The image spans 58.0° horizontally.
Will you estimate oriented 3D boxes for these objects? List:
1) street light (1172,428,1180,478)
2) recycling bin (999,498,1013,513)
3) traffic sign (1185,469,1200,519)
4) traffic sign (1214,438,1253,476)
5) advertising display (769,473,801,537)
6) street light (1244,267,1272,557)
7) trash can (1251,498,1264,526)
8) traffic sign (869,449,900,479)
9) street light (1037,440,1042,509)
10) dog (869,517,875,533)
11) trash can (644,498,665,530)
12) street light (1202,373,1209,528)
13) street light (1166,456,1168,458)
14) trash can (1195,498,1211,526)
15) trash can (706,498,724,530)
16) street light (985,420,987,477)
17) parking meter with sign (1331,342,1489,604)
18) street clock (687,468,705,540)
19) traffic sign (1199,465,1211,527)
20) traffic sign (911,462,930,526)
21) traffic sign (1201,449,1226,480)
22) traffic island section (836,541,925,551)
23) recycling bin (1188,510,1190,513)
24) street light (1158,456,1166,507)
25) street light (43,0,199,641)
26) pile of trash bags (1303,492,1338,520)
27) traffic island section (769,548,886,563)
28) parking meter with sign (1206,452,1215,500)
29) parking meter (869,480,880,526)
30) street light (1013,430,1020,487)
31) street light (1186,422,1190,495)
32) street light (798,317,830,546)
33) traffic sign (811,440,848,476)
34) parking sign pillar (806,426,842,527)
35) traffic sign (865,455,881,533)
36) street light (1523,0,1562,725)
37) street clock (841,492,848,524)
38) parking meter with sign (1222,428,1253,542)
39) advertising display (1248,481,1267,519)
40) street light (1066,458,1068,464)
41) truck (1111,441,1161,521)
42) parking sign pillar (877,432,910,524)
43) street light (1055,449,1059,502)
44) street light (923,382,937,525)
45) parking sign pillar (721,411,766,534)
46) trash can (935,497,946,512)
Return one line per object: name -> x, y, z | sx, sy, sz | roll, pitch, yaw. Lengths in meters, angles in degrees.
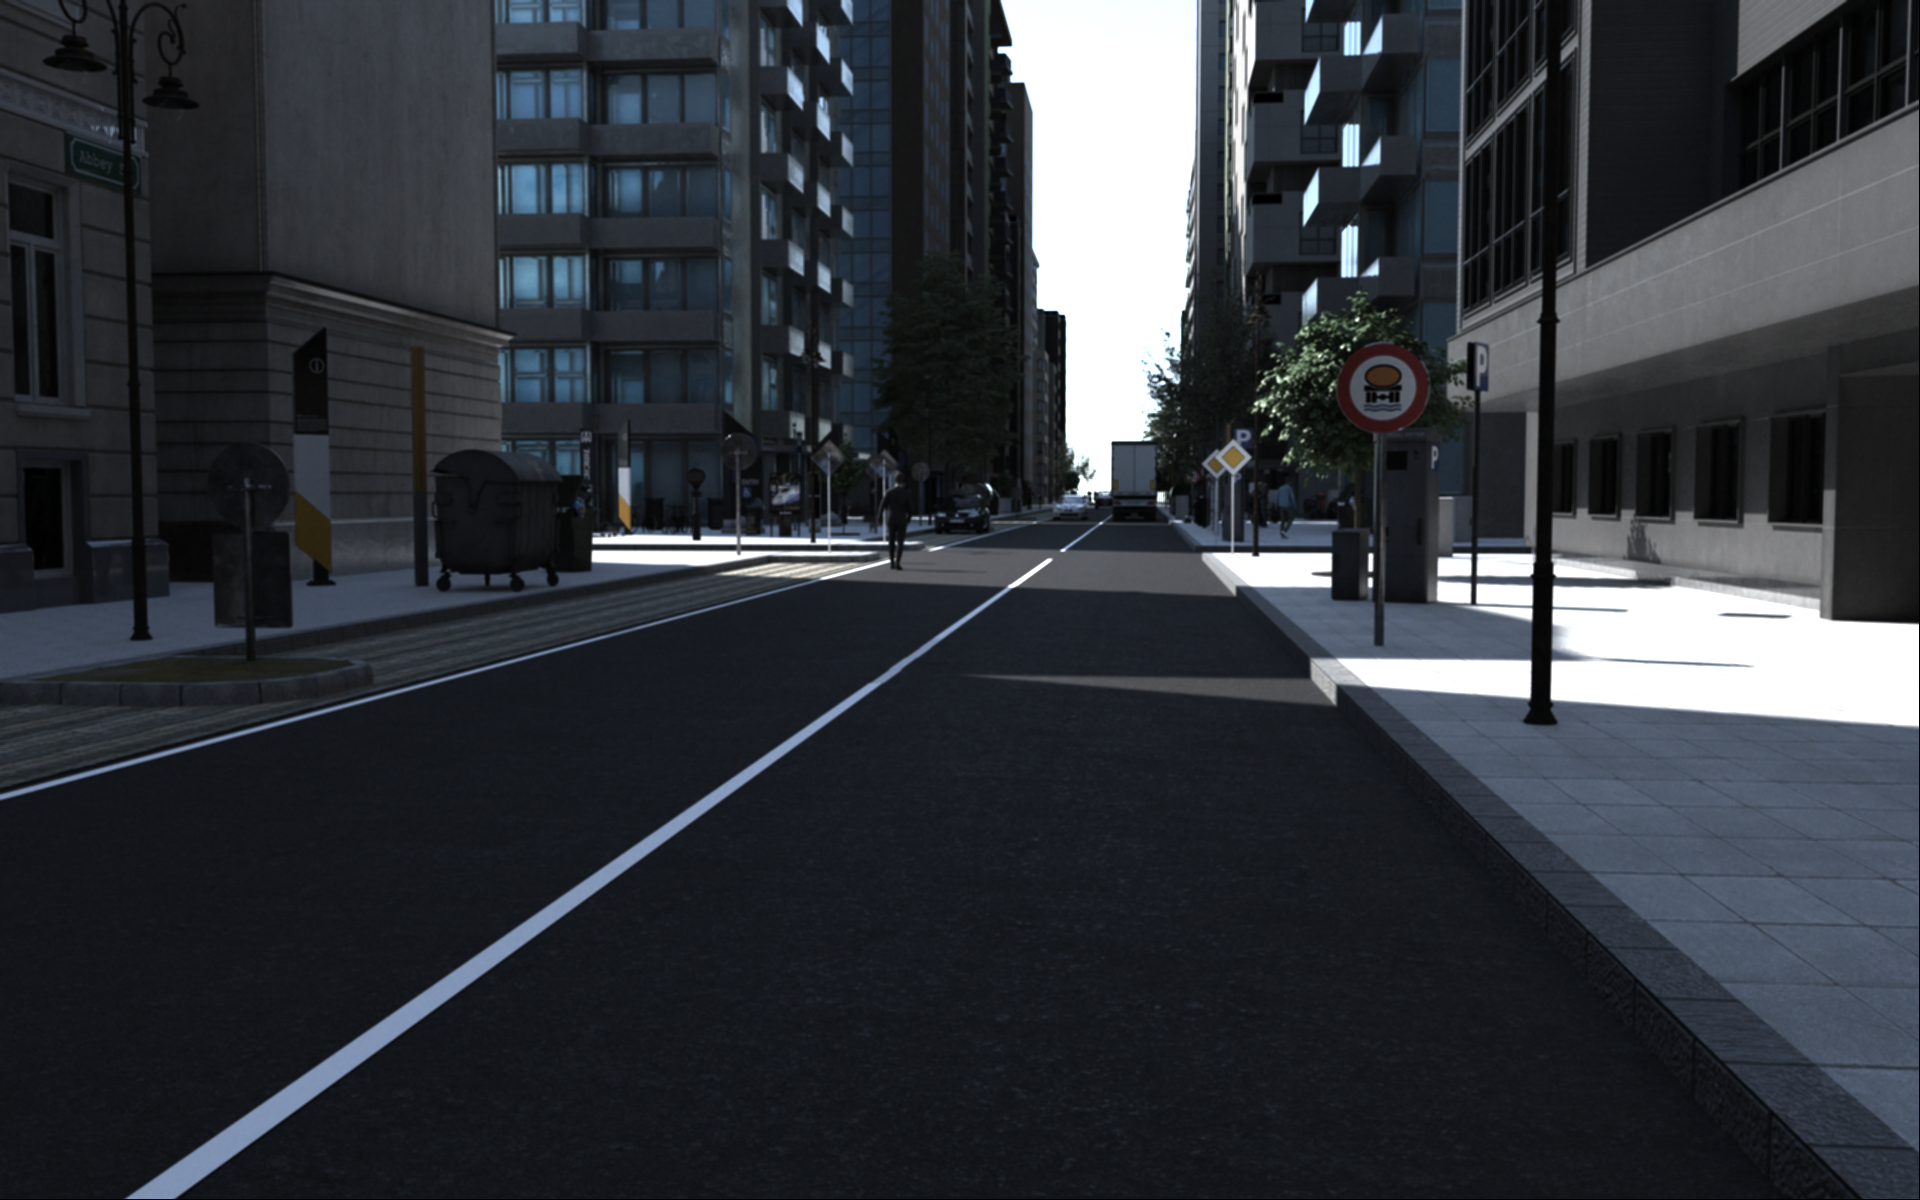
street light -> 14.739, -8.875, 117.893 | 0.468, 5.910, 1.993 | 0, 4, 6
recycling bin -> 3.076, -6.290, 115.388 | 0.722, 1.027, 0.722 | -2, 4, -29
traffic sign -> 11.812, -5.372, 87.938 | 0.768, 2.556, 0.104 | 1, 4, 13
traffic sign -> 5.727, -2.081, 36.219 | 0.795, 2.593, 0.064 | 0, 4, 6
advertising display -> -5.284, -2.882, 52.330 | 0.974, 1.923, 0.123 | -1, 4, -20
street light -> 6.078, -3.832, 35.434 | 0.468, 5.910, 1.993 | 0, 4, 6
trash can -> 12.193, -3.609, 70.656 | 0.748, 1.137, 0.748 | 0, 3, 0
traffic sign -> -1.983, -2.623, 45.076 | 0.795, 2.593, 0.064 | 0, 4, 6
street light -> 6.888, -10.760, 148.720 | 0.468, 5.910, 1.993 | 0, 4, 6
dog -> -2.933, -2.516, 57.966 | 0.406, 0.507, 0.540 | -3, 4, -36
trash can -> -10.872, -3.059, 61.670 | 0.748, 1.137, 0.748 | 0, 3, 0
street light -> 9.311, -5.688, 65.786 | 0.468, 5.910, 1.993 | 0, 4, 6
street light -> 17.426, -10.360, 142.176 | 0.468, 5.910, 1.993 | 0, 4, 6
trash can -> 9.793, -3.542, 69.562 | 0.748, 1.137, 0.748 | 0, 3, 0
trash can -> -8.758, -3.099, 62.317 | 0.748, 1.137, 0.748 | 0, 3, 0
street light -> 1.436, -7.612, 97.236 | 0.468, 5.910, 1.993 | 0, 4, 6
parking meter with sign -> 5.292, -1.484, 20.530 | 1.738, 3.016, 0.543 | 2, 4, 34
street clock -> -7.298, -2.653, 47.951 | 0.471, 2.002, 0.358 | 0, 4, 6
traffic sign -> 9.718, -4.146, 67.890 | 0.768, 2.556, 0.104 | 0, 4, 6
traffic sign -> -1.573, -4.210, 68.938 | 0.768, 2.556, 0.104 | 1, 4, 11
traffic sign -> 6.562, -2.567, 44.160 | 0.795, 2.593, 0.064 | 0, 4, 6
traffic island section -> -2.008, -1.398, 45.145 | 2.009, 0.180, 2.903 | 0, 4, 6
recycling bin -> 15.056, -6.303, 115.608 | 0.722, 1.027, 0.722 | -2, 4, -26
street light -> 22.799, -13.567, 194.612 | 0.468, 5.910, 1.993 | 0, 4, 6
street light -> -7.207, -2.586, 15.068 | 0.468, 5.910, 1.993 | 0, 4, 6
pile of trash bags -> 18.246, -4.736, 87.190 | 1.912, 1.369, 3.447 | 0, 4, 8
traffic island section -> -2.842, -0.913, 37.204 | 2.009, 0.180, 2.903 | 0, 4, 6
parking meter with sign -> 10.536, -4.688, 72.917 | 0.543, 3.016, 1.738 | 0, 4, 3
parking meter -> -3.442, -3.933, 70.017 | 0.399, 1.863, 0.255 | 3, 4, 38
street light -> 4.009, -9.147, 122.348 | 0.468, 5.910, 1.993 | 0, 4, 6
street light -> 12.088, -7.286, 91.913 | 0.468, 5.910, 1.993 | 0, 4, 6
street light -> -3.869, -4.444, 45.451 | 0.468, 5.910, 1.993 | 0, 4, 6
traffic sign -> -2.818, -2.137, 37.134 | 0.795, 2.593, 0.064 | 0, 4, 6
parking sign pillar -> -5.397, -4.902, 68.626 | 1.447, 3.967, 1.447 | 3, 4, 36
traffic sign -> -2.739, -3.437, 56.305 | 0.768, 2.556, 0.104 | 1, 4, 14
street light -> 3.250, -2.247, 9.521 | 0.468, 5.910, 1.993 | 0, 4, 6
street clock -> -4.916, -4.221, 73.584 | 0.471, 2.002, 0.358 | -3, 5, -40
parking meter with sign -> 7.446, -3.095, 46.859 | 0.543, 3.016, 1.738 | 0, 4, -4
advertising display -> 15.165, -5.079, 88.258 | 0.974, 1.923, 0.123 | 1, 4, 11
street light -> 12.629, -14.165, 204.384 | 0.468, 5.910, 1.993 | 0, 4, 6
truck -> 9.744, -6.569, 96.310 | 2.839, 4.237, 11.283 | 0, 4, 6
parking sign pillar -> -2.922, -5.323, 75.505 | 1.447, 3.967, 1.447 | -1, 4, -17
street light -> 9.800, -12.437, 176.124 | 0.468, 5.910, 1.993 | 0, 4, 6
street light -> -1.235, -6.028, 71.346 | 0.468, 5.910, 1.993 | 0, 4, 6
parking sign pillar -> -7.094, -4.166, 56.581 | 1.447, 3.967, 1.447 | -3, 5, -41
trash can -> -0.694, -3.847, 74.548 | 0.748, 1.137, 0.748 | 0, 3, 0
